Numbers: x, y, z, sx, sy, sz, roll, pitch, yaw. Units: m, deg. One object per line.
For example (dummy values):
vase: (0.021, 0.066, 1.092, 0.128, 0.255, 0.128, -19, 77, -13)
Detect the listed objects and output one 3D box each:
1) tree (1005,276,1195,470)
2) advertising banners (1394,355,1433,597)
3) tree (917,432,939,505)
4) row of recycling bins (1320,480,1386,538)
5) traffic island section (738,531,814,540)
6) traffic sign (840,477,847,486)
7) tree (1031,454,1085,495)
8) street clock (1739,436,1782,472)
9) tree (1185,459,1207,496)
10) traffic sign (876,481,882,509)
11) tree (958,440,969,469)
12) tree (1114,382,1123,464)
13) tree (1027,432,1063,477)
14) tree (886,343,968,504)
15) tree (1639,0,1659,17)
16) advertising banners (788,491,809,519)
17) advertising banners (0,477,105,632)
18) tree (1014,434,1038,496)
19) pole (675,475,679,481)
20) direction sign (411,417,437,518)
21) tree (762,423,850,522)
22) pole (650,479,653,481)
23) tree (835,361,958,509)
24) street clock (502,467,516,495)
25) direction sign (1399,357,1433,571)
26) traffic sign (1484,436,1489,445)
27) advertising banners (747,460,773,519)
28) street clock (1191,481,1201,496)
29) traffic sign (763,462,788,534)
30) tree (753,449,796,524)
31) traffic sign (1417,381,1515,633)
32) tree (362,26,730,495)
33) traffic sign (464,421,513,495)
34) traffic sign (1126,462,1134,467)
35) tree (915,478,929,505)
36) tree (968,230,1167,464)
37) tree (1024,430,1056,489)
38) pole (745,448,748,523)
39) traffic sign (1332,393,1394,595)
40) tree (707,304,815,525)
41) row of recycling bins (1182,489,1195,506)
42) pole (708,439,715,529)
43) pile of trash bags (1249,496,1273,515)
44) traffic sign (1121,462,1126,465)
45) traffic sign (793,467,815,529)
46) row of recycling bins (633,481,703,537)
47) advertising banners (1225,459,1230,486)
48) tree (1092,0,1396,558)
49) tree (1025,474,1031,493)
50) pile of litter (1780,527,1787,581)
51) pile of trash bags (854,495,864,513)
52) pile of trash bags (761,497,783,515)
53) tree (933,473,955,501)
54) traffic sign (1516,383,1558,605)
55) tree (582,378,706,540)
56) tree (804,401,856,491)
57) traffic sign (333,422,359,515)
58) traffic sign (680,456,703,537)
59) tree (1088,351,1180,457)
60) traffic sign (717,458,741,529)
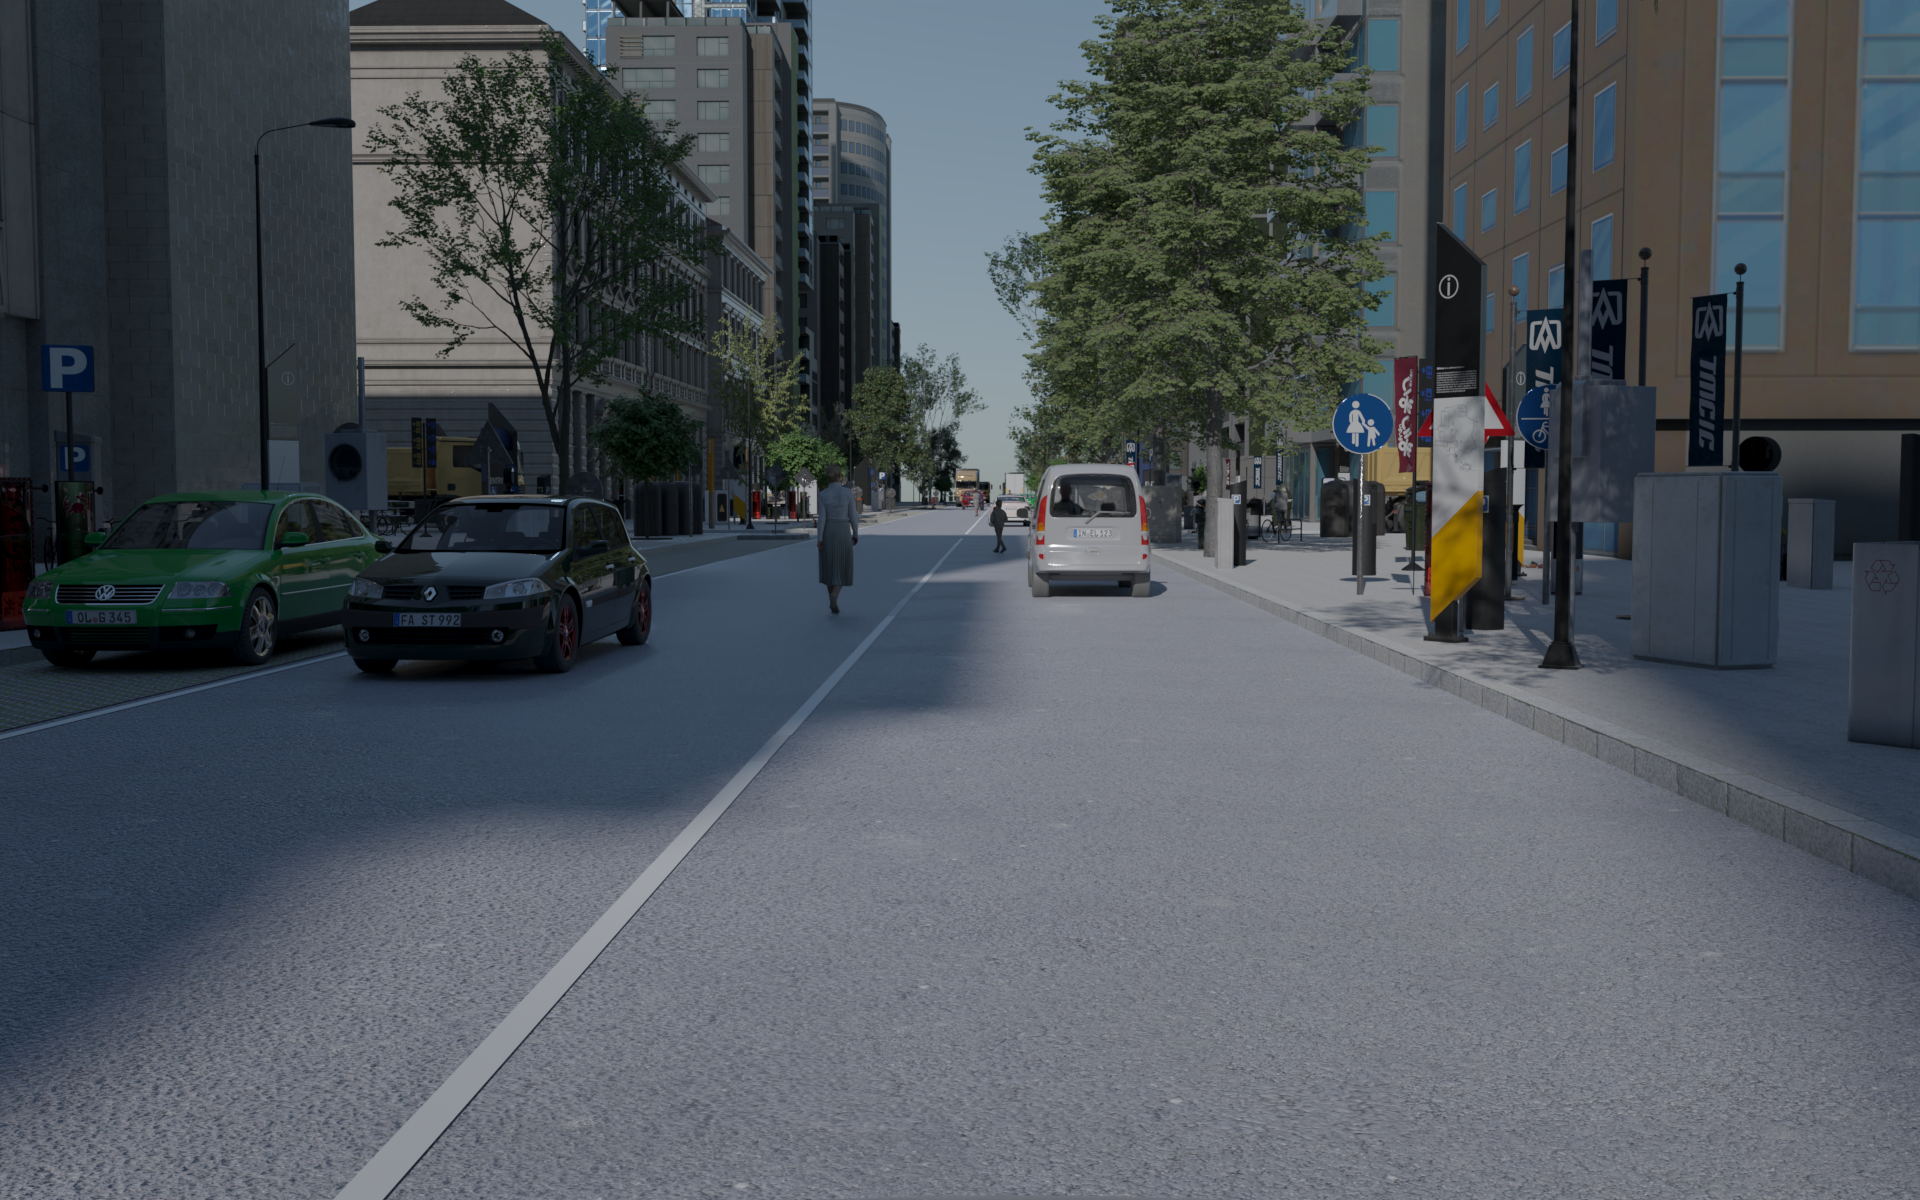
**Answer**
tree: (7.273, -10.415, 87.300, 9.611, 12.733, 9.660, 0, 3, 0)
advertising banners: (5.928, -1.542, 21.407, 0.090, 3.025, 2.074, -1, 4, -19)
tree: (-4.520, -14.999, 195.598, 4.737, 8.622, 4.395, 0, 3, 0)
row of recycling bins: (11.952, -2.771, 52.425, 1.069, 1.692, 3.534, 3, 4, 37)
traffic island section: (-5.893, -2.011, 55.161, 2.009, 0.180, 2.903, 0, 4, 1)
traffic sign: (-7.051, -6.265, 102.535, 0.768, 2.556, 0.104, 0, 4, 5)
tree: (7.961, -8.816, 127.858, 4.285, 4.588, 4.351, 0, 3, 0)
street clock: (10.011, -1.051, 21.753, 0.358, 2.002, 0.471, -3, 5, -40)
tree: (13.288, -6.220, 96.299, 1.663, 3.219, 1.824, 0, 3, 0)
traffic sign: (-6.273, -7.998, 132.898, 0.606, 2.300, 0.079, 0, 4, 6)
tree: (-3.036, -22.296, 281.554, 9.611, 12.733, 9.660, 0, 3, 0)
tree: (9.565, -8.879, 95.530, 4.737, 8.622, 4.395, 0, 3, 0)
tree: (8.039, -12.834, 160.201, 4.360, 8.622, 3.978, 0, 3, 0)
tree: (-3.657, -21.940, 214.605, 12.611, 20.169, 13.585, 0, 3, 0)
tree: (5.007, -4.345, 5.457, 8.767, 10.594, 7.601, -2, 4, -31)
advertising banners: (-8.532, -5.634, 88.310, 0.090, 3.025, 2.074, 3, 5, 44)
advertising banners: (-8.872, -1.225, 16.212, 0.090, 3.025, 2.074, 1, 4, 19)
tree: (11.998, -21.103, 270.782, 9.928, 11.665, 9.643, 0, 3, 0)
pole: (-14.645, -5.862, 89.692, 0.158, 3.312, 0.155, 0, 3, 0)
direction sign: (-15.923, -3.640, 51.515, 0.379, 3.537, 0.876, 2, 4, 34)
tree: (-7.561, -5.875, 79.771, 4.285, 4.588, 4.351, 0, 3, 0)
pole: (-11.700, -4.400, 65.784, 0.158, 3.312, 0.155, 0, 3, 0)
tree: (-6.615, -14.215, 149.421, 9.611, 12.733, 9.660, 0, 3, 0)
street clock: (-12.138, -2.574, 46.650, 0.358, 2.002, 0.471, 0, 4, -5)
direction sign: (7.597, -2.259, 28.938, 0.876, 3.537, 0.379, -3, 4, -38)
traffic sign: (6.684, -1.411, 23.178, 0.768, 2.556, 0.104, 0, 4, 6)
advertising banners: (-10.308, -5.613, 87.955, 2.074, 3.025, 0.090, 1, 4, 22)
street clock: (12.758, -5.449, 93.659, 0.471, 2.002, 0.358, -1, 4, -12)
traffic sign: (-5.869, -3.147, 55.098, 0.795, 2.450, 0.064, 0, 4, 1)
tree: (-7.747, -4.853, 73.950, 1.663, 3.219, 1.824, 0, 3, 0)
traffic sign: (4.656, -0.978, 15.995, 0.884, 2.594, 0.081, 0, 4, 5)
tree: (-9.398, -6.998, 40.169, 9.928, 11.665, 9.643, 0, 3, 0)
traffic sign: (-8.365, -1.879, 30.732, 0.884, 2.594, 0.081, 0, 4, 3)
traffic sign: (6.904, -4.248, 69.565, 0.768, 2.556, 0.104, 0, 4, 7)
tree: (-4.447, -13.002, 207.180, 1.663, 3.219, 1.824, 0, 3, 0)
tree: (8.203, -15.557, 110.251, 12.611, 20.169, 13.585, 0, 3, 0)
tree: (9.200, -14.479, 187.099, 4.737, 8.622, 4.395, 0, 3, 0)
pole: (-9.591, -5.109, 77.379, 0.158, 3.312, 0.155, 0, 3, 0)
traffic sign: (5.096, -1.339, 21.991, 0.768, 2.556, 0.104, 0, 4, 3)
tree: (-8.186, -7.219, 68.393, 4.737, 8.622, 4.395, 0, 3, 0)
row of recycling bins: (15.353, -7.165, 124.255, 3.534, 1.692, 1.069, -1, 4, -15)
pole: (-9.219, -4.303, 64.194, 0.158, 3.312, 0.155, 0, 3, 0)
pile of trash bags: (18.232, -5.876, 105.831, 1.912, 1.369, 3.447, -3, 5, -42)
traffic sign: (5.171, -3.129, 54.807, 0.795, 2.450, 0.064, 0, 4, 1)
traffic sign: (-5.672, -3.635, 63.081, 0.795, 2.450, 0.064, 0, 4, 1)
row of recycling bins: (-9.014, -2.862, 53.908, 1.069, 1.692, 3.534, 1, 4, 19)
advertising banners: (13.669, -5.505, 86.201, 0.090, 3.025, 2.074, 3, 4, 36)
tree: (4.754, -7.148, 35.002, 7.486, 12.596, 7.792, 0, 3, 0)
tree: (9.417, -11.074, 164.770, 4.285, 4.588, 4.351, 0, 3, 0)
pile of litter: (11.903, -0.726, 25.829, 1.719, 0.858, 1.176, 0, 4, 6)
pile of trash bags: (-7.405, -6.615, 117.910, 1.912, 1.369, 3.447, -2, 4, -26)
pile of trash bags: (-11.273, -5.797, 104.528, 3.447, 1.369, 1.912, -2, 4, -24)
tree: (-2.357, -18.721, 289.806, 4.285, 4.588, 4.351, 0, 3, 0)
traffic sign: (6.809, -1.220, 20.060, 0.768, 2.556, 0.104, 0, 4, 7)
tree: (-8.914, -3.992, 48.980, 4.285, 4.588, 4.351, 0, 3, 0)
tree: (-10.334, -11.390, 136.595, 4.360, 8.622, 3.978, 0, 3, 0)
traffic sign: (-10.825, -1.878, 30.806, 0.768, 2.556, 0.104, 0, 4, 3)
traffic sign: (-7.994, -3.136, 51.385, 0.768, 2.556, 0.104, 0, 4, 5)
tree: (7.484, -7.576, 74.222, 4.360, 8.622, 3.978, 0, 3, 0)
traffic sign: (-8.386, -3.842, 62.827, 0.884, 2.594, 0.081, 0, 4, 5)
